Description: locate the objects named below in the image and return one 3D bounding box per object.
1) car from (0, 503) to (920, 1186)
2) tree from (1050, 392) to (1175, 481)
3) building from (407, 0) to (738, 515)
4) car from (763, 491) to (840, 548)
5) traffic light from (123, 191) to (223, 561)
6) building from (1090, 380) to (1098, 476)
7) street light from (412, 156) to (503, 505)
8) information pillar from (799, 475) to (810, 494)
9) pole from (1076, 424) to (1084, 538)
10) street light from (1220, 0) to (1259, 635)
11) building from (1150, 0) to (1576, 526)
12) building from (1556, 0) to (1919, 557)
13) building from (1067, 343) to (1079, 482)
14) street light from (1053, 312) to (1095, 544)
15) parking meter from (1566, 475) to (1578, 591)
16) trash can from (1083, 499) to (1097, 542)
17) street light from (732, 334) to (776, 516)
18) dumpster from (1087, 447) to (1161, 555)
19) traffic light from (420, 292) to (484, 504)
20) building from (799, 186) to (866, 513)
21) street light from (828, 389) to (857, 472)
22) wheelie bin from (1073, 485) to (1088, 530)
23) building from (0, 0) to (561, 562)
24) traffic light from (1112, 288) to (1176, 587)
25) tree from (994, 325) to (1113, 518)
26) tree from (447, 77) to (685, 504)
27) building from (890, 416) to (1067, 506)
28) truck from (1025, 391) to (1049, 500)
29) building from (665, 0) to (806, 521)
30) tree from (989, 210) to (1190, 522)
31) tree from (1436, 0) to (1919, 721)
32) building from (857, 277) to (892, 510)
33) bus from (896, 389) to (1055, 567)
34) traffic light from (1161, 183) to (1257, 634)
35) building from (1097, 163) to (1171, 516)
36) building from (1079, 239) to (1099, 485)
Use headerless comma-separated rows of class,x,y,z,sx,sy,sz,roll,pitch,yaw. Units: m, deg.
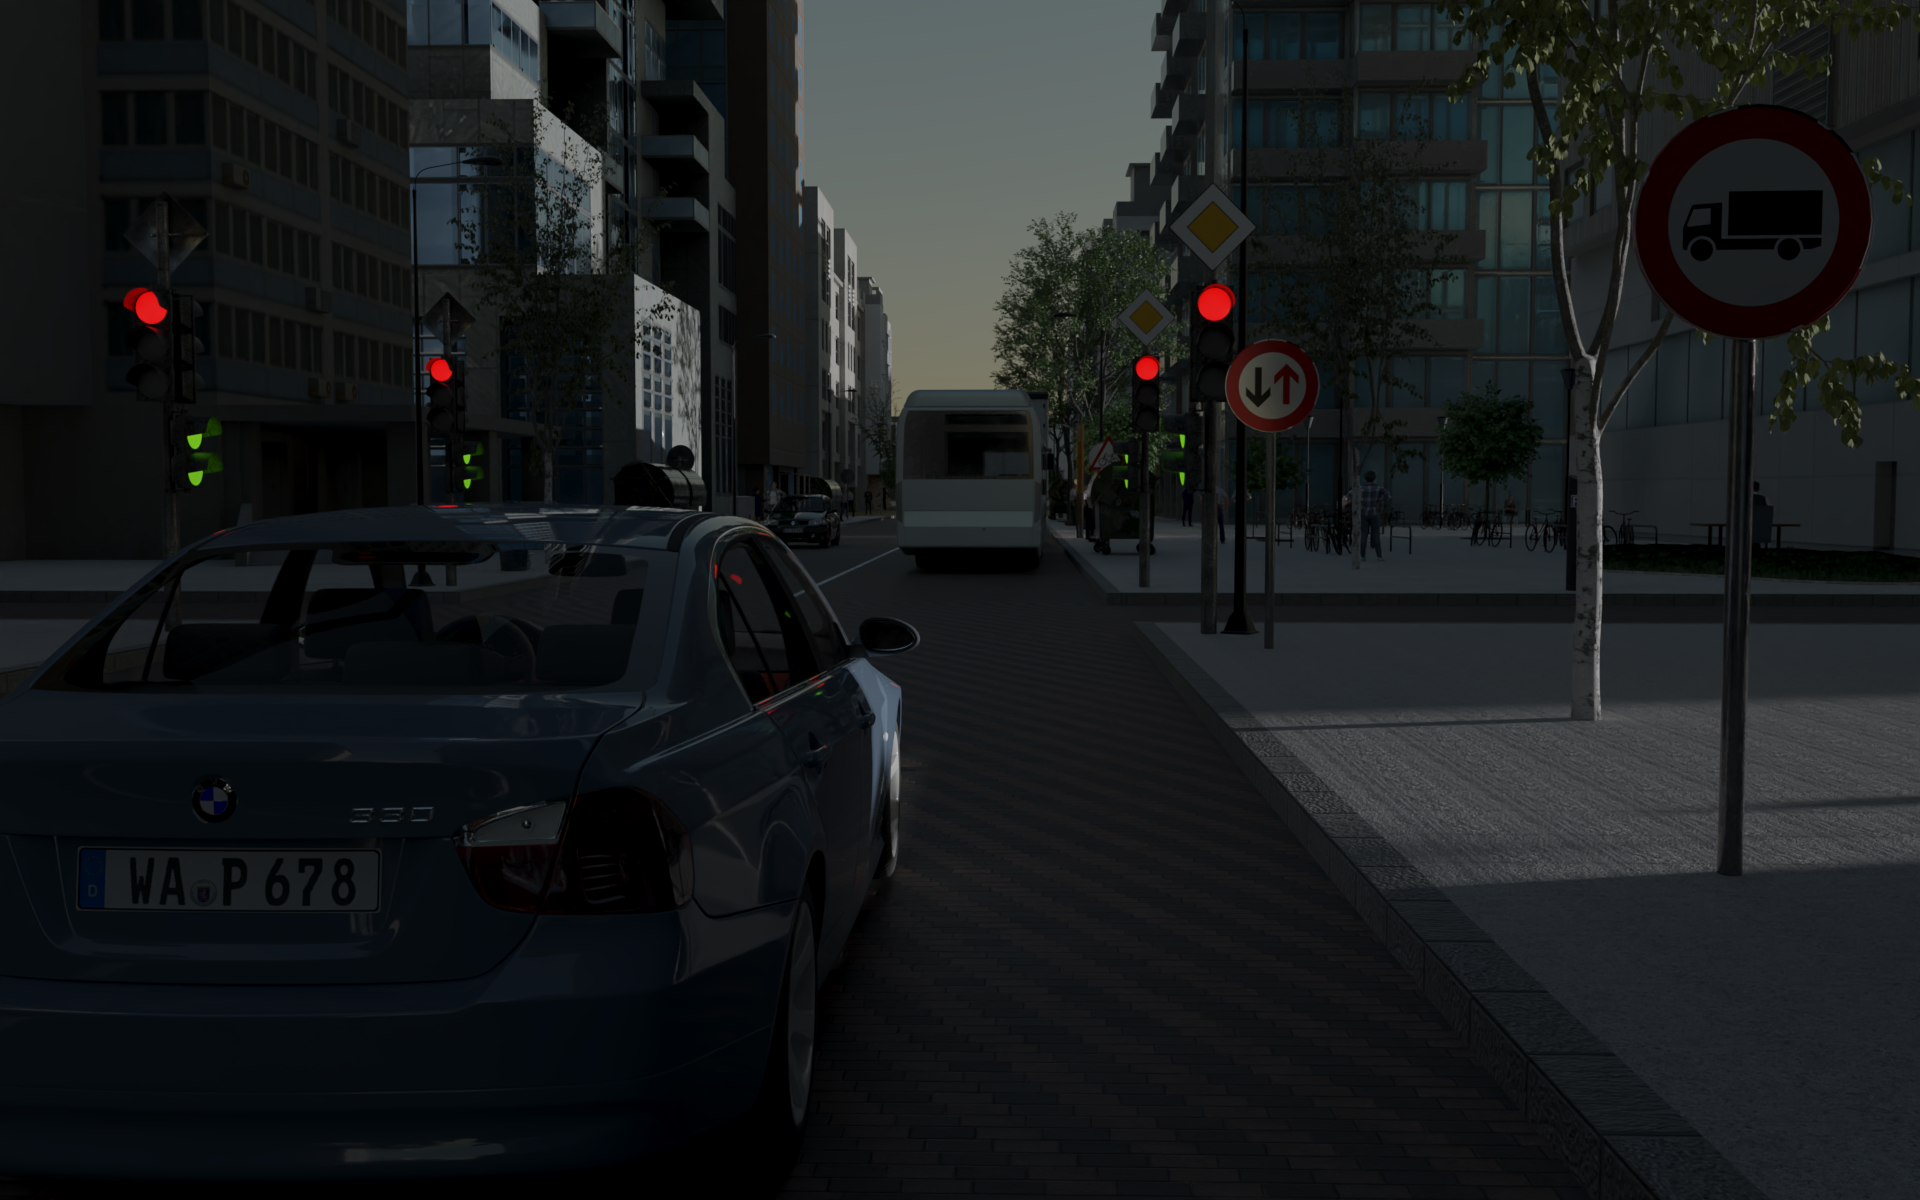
car,-1.151,0.427,5.026,2.014,1.417,4.499,0,4,2
tree,5.203,-4.414,55.875,4.285,4.588,4.351,0,3,0
building,-20.165,-45.968,64.249,22.319,86.520,31.000,0,4,2
car,-4.283,-2.288,47.203,2.009,1.686,4.222,0,4,2
traffic light,-7.349,-1.663,16.104,0.839,4.253,0.868,0,4,2
building,14.510,-11.167,124.720,9.099,9.664,28.070,0,4,2
street light,-6.972,-3.146,23.972,1.470,5.913,1.316,0,4,2
information pillar,-5.979,-3.794,66.522,0.304,2.012,0.304,2,4,35
pole,3.506,-3.466,50.512,0.158,3.312,0.155,0,3,0
street light,2.037,-2.646,15.804,1.470,5.913,1.316,0,4,2
building,20.849,-28.312,82.506,23.786,49.044,30.456,0,4,2
building,30.943,-27.504,38.921,27.495,52.752,28.713,0,4,2
building,17.754,-20.555,192.494,11.380,20.091,16.016,0,4,2
street light,3.078,-4.396,44.415,1.470,5.913,1.316,0,4,2
parking meter,8.251,-0.891,22.985,0.372,1.533,0.369,0,3,0
trash can,3.652,-2.116,46.257,0.748,1.137,0.748,0,3,0
street light,-6.046,-4.764,50.438,1.470,5.913,1.316,0,4,2
dumpster,3.498,-2.111,37.011,1.502,2.255,1.985,0,4,2
traffic light,-7.091,-2.151,24.084,0.839,4.253,0.868,0,4,2
building,-16.003,-15.248,115.766,16.747,18.905,31.486,0,4,2
street light,-5.261,-6.383,76.908,1.470,5.913,1.316,0,4,2
wheelie bin,4.480,-3.329,62.331,0.980,1.594,0.693,-3,5,-42
building,-26.487,-21.187,38.287,32.217,40.220,23.993,0,4,2
traffic light,2.526,-2.133,23.790,0.839,4.253,0.868,0,4,2
tree,5.073,-9.677,92.630,7.601,10.594,8.767,1,4,8
tree,-7.389,-4.981,31.796,4.360,8.622,3.978,0,3,0
building,-2.141,-15.229,191.136,28.070,9.664,9.099,0,4,2
truck,1.229,-3.912,52.869,2.839,4.237,11.283,0,4,0
building,-15.655,-26.778,87.930,14.600,45.320,14.200,0,4,2
tree,5.072,-8.427,63.539,9.928,11.665,9.643,0,3,0
tree,3.548,-3.610,9.380,4.737,8.622,4.395,0,3,0
building,-14.273,-17.893,148.962,16.016,20.091,11.380,0,4,2
bus,0.528,-2.582,37.070,2.948,3.499,13.247,0,4,3
traffic light,2.268,-1.645,15.809,0.839,4.253,0.868,0,4,2
building,16.428,-15.182,104.641,16.016,20.091,11.380,0,4,2
building,24.514,-19.004,154.686,27.936,21.610,32.646,0,4,2
